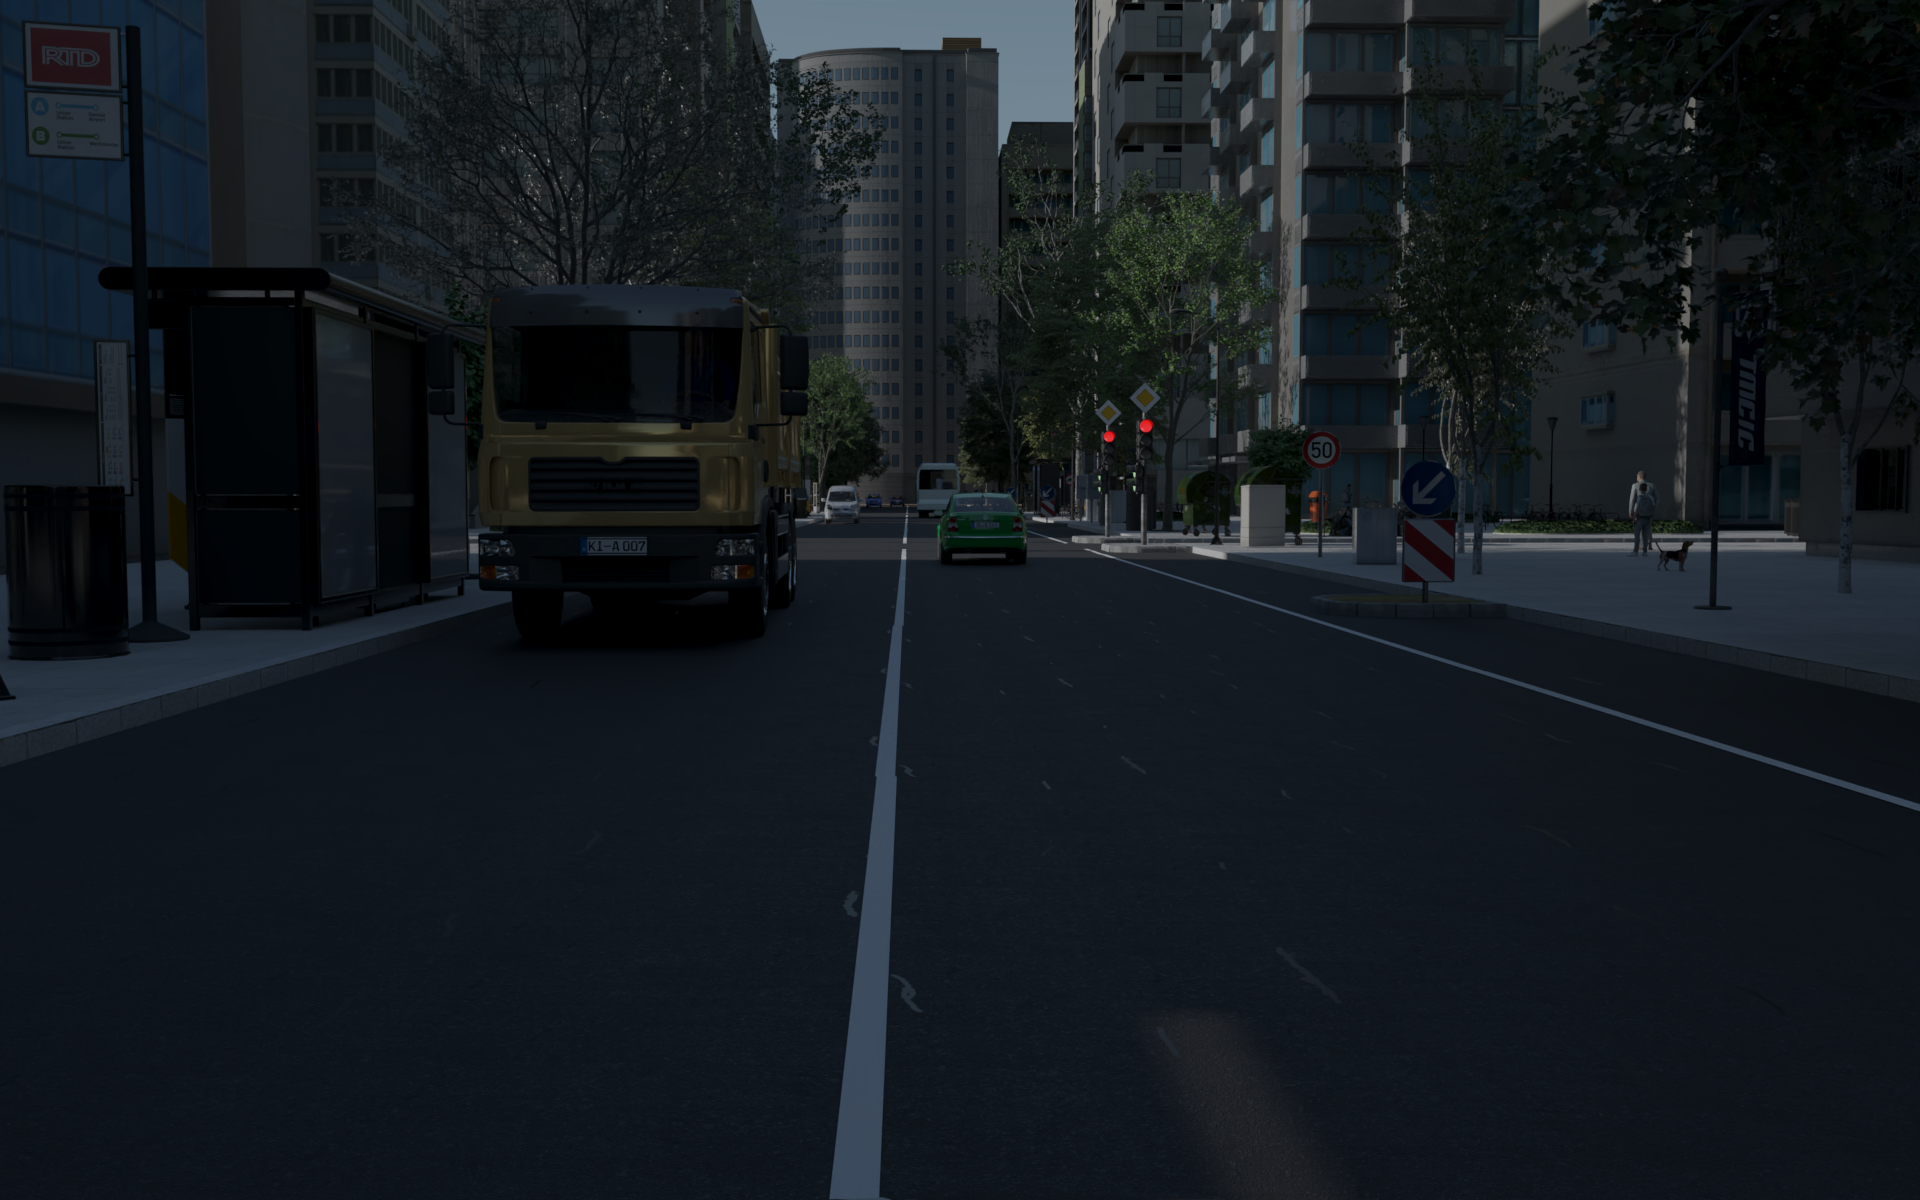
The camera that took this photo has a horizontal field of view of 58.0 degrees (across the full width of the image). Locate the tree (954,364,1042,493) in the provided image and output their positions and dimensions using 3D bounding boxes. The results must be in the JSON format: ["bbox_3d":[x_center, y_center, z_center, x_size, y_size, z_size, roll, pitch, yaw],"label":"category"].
[{"bbox_3d":[4.118,-16.053,169.124,9.857,13.997,8.962,0,3,0],"label":"tree"}]

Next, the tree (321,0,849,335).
[{"bbox_3d":[-7.646,-7.655,35.525,12.009,13.543,11.850,0,3,0],"label":"tree"}]

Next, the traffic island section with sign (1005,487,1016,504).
[{"bbox_3d":[2.888,-5.811,103.630,1.989,1.847,2.006,0,4,-2],"label":"traffic island section with sign"}]

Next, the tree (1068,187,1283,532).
[{"bbox_3d":[7.200,-8.136,58.771,9.928,11.665,9.643,0,3,0],"label":"tree"}]

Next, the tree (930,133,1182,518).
[{"bbox_3d":[4.955,-14.501,92.976,12.611,20.169,13.585,0,3,0],"label":"tree"}]

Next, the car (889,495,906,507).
[{"bbox_3d":[-7.122,-11.253,196.574,1.945,1.354,3.894,0,4,-2],"label":"car"}]

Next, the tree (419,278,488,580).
[{"bbox_3d":[-7.727,-2.617,26.496,4.285,4.588,4.351,0,3,0],"label":"tree"}]

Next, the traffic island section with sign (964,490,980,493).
[{"bbox_3d":[1.380,-8.911,154.320,1.989,1.847,2.006,0,4,-2],"label":"traffic island section with sign"}]

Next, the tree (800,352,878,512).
[{"bbox_3d":[-9.912,-12.181,124.914,9.928,11.665,9.643,0,3,0],"label":"tree"}]

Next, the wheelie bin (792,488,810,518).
[{"bbox_3d":[-8.468,-5.118,91.587,0.980,1.594,0.693,-1,4,-16],"label":"wheelie bin"}]

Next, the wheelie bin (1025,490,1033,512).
[{"bbox_3d":[5.022,-7.107,124.107,0.980,1.594,0.693,0,4,3],"label":"wheelie bin"}]

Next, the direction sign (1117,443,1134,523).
[{"bbox_3d":[7.614,-5.371,79.818,0.876,3.537,0.379,-2,4,-25],"label":"direction sign"}]

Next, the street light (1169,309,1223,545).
[{"bbox_3d":[5.951,-4.348,43.638,1.470,5.913,1.316,0,4,-2],"label":"street light"}]

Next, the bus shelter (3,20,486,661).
[{"bbox_3d":[-6.936,-2.440,17.518,2.179,5.291,8.768,0,4,-2],"label":"bus shelter"}]

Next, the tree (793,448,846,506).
[{"bbox_3d":[-10.015,-7.405,104.779,4.285,4.588,4.351,0,3,0],"label":"tree"}]

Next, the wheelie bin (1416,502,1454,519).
[{"bbox_3d":[9.323,-1.605,34.150,0.693,1.594,0.980,0,4,4],"label":"wheelie bin"}]

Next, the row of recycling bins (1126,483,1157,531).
[{"bbox_3d":[6.470,-3.355,61.959,1.069,1.692,3.534,1,4,10],"label":"row of recycling bins"}]

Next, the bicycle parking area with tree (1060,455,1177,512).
[{"bbox_3d":[10.885,-8.325,123.118,9.016,4.147,8.231,0,4,6],"label":"bicycle parking area with tree"}]

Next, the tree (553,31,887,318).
[{"bbox_3d":[-9.816,-13.199,71.698,12.611,20.169,13.585,0,3,0],"label":"tree"}]

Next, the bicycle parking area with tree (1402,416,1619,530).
[{"bbox_3d":[19.562,-4.712,64.036,8.231,4.147,9.016,0,4,1],"label":"bicycle parking area with tree"}]

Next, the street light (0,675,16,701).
[{"bbox_3d":[-5.545,-2.329,10.614,1.470,5.913,1.316,0,4,-2],"label":"street light"}]

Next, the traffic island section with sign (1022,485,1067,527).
[{"bbox_3d":[3.695,-4.163,76.687,1.989,1.847,2.006,0,4,-2],"label":"traffic island section with sign"}]

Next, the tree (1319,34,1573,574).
[{"bbox_3d":[8.080,-4.708,27.339,4.737,8.622,4.395,0,3,0],"label":"tree"}]

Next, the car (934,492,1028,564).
[{"bbox_3d":[0.430,-1.713,36.801,1.959,1.807,4.718,0,4,-2],"label":"car"}]

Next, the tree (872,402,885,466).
[{"bbox_3d":[-11.394,-15.700,174.824,7.486,12.596,7.792,0,3,0],"label":"tree"}]

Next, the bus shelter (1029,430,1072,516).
[{"bbox_3d":[5.428,-7.860,106.149,2.179,5.291,8.768,0,4,-2],"label":"bus shelter"}]

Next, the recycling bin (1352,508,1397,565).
[{"bbox_3d":[7.606,-1.176,31.790,0.722,1.027,0.722,0,4,5],"label":"recycling bin"}]

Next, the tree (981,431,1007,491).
[{"bbox_3d":[3.620,-14.493,187.317,4.360,8.622,3.978,0,3,0],"label":"tree"}]

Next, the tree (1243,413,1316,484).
[{"bbox_3d":[13.170,-5.320,70.698,4.285,4.588,4.351,0,3,0],"label":"tree"}]

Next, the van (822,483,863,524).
[{"bbox_3d":[-5.761,-4.768,84.960,2.013,2.044,4.112,0,4,-2],"label":"van"}]

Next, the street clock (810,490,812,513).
[{"bbox_3d":[-10.223,-6.907,117.495,0.358,2.002,0.471,-2,4,-30],"label":"street clock"}]

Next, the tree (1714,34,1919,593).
[{"bbox_3d":[11.425,-4.378,21.944,4.360,8.622,3.978,0,3,0],"label":"tree"}]

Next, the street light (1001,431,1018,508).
[{"bbox_3d":[3.685,-9.432,126.753,1.470,5.913,1.316,0,4,-2],"label":"street light"}]

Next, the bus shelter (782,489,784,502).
[{"bbox_3d":[-10.004,-6.131,91.527,1.731,3.624,6.357,0,4,-2],"label":"bus shelter"}]

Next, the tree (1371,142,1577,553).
[{"bbox_3d":[11.070,-5.309,37.169,4.360,8.622,3.978,0,3,0],"label":"tree"}]

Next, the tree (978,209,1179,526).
[{"bbox_3d":[5.494,-9.263,69.577,7.486,12.596,7.792,0,3,0],"label":"tree"}]

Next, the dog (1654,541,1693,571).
[{"bbox_3d":[11.921,-0.741,28.939,0.540,0.507,0.406,1,4,10],"label":"dog"}]

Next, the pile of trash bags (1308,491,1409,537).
[{"bbox_3d":[11.913,-2.604,52.326,3.447,1.369,1.912,-2,4,-30],"label":"pile of trash bags"}]

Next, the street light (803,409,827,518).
[{"bbox_3d":[-7.952,-7.452,94.388,1.470,5.913,1.316,0,4,-2],"label":"street light"}]

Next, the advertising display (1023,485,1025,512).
[{"bbox_3d":[4.500,-7.109,121.442,0.123,1.923,0.974,0,4,4],"label":"advertising display"}]

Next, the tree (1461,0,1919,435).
[{"bbox_3d":[8.104,-5.758,11.149,9.611,12.733,9.660,0,3,0],"label":"tree"}]

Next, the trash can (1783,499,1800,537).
[{"bbox_3d":[25.626,-2.536,53.119,0.748,1.137,0.748,0,3,0],"label":"trash can"}]

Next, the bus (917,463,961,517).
[{"bbox_3d":[-1.356,-7.021,109.652,2.948,3.499,13.247,0,4,-1],"label":"bus"}]

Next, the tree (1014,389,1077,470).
[{"bbox_3d":[5.616,-9.927,112.674,4.737,8.622,4.395,0,3,0],"label":"tree"}]

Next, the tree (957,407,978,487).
[{"bbox_3d":[3.520,-17.077,197.338,7.486,12.596,7.792,0,3,0],"label":"tree"}]

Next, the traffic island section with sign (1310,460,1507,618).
[{"bbox_3d":[5.344,-0.758,21.024,1.989,1.847,2.006,0,4,-2],"label":"traffic island section with sign"}]

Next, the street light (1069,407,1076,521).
[{"bbox_3d":[4.925,-6.810,83.890,1.470,5.913,1.316,0,4,-2],"label":"street light"}]

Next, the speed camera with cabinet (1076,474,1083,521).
[{"bbox_3d":[6.511,-5.314,81.226,2.038,3.252,0.660,2,4,25],"label":"speed camera with cabinet"}]

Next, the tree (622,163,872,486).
[{"bbox_3d":[-8.542,-8.660,59.726,7.486,12.596,7.792,0,3,0],"label":"tree"}]

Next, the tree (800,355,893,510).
[{"bbox_3d":[-11.158,-13.713,141.215,9.611,12.733,9.660,0,3,0],"label":"tree"}]

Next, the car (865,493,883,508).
[{"bbox_3d":[-9.122,-10.652,183.745,1.945,1.707,3.694,0,4,-2],"label":"car"}]

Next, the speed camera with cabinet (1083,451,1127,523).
[{"bbox_3d":[6.647,-5.050,76.904,2.038,3.252,0.660,0,4,-5],"label":"speed camera with cabinet"}]
